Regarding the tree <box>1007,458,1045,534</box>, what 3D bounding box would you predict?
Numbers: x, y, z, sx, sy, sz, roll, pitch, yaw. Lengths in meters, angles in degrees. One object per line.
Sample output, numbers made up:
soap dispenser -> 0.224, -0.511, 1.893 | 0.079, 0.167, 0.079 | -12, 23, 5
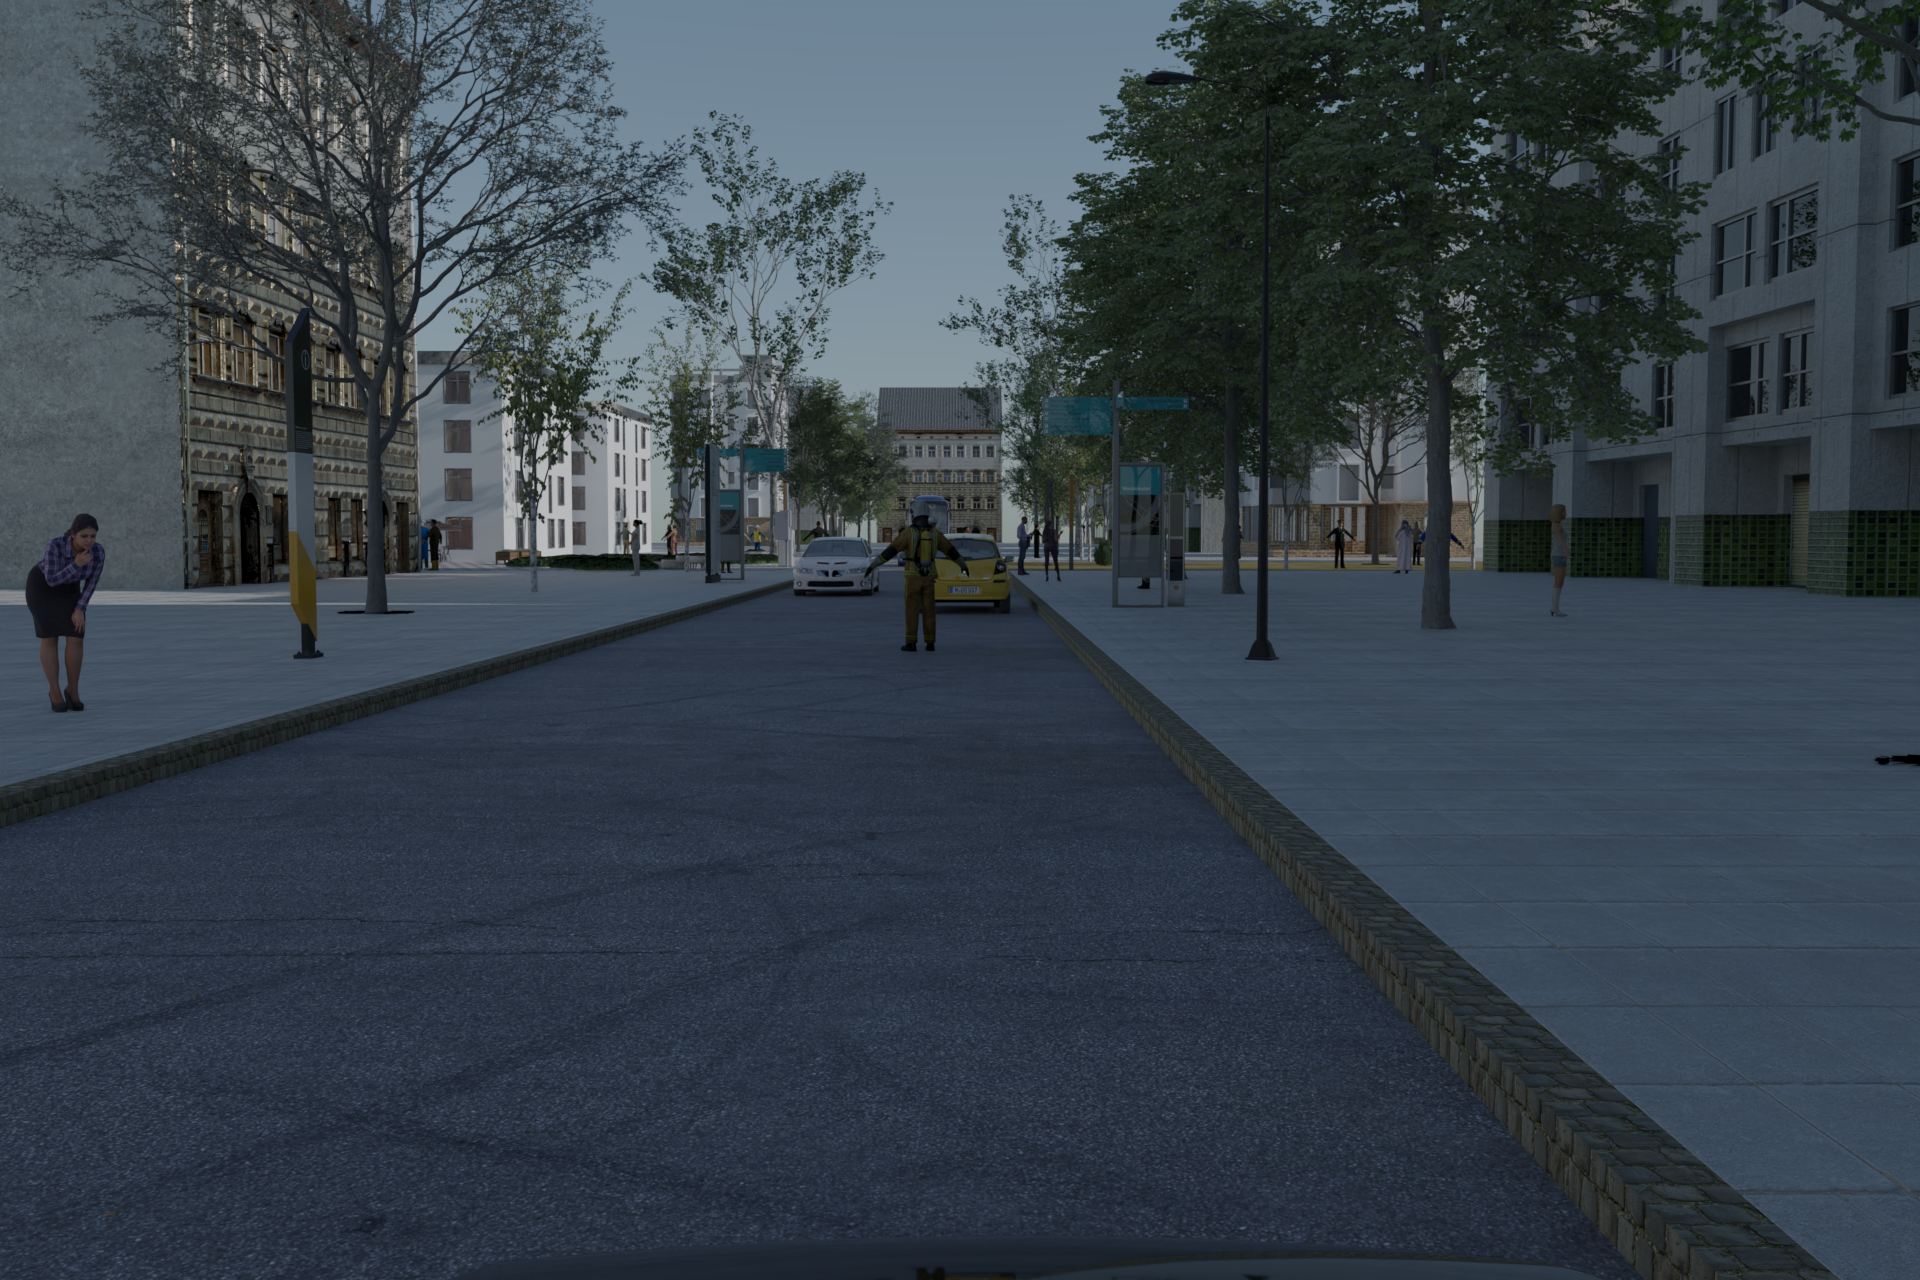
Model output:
tree -> 6.246, -12.885, 161.023 | 4.737, 8.622, 4.395 | 0, 3, 0

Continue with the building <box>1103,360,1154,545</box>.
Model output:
building -> 24.635, -19.342, 182.701 | 16.747, 18.905, 31.486 | 0, 4, 0

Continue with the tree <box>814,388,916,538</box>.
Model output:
tree -> -8.378, -14.358, 145.127 | 12.009, 13.543, 11.850 | 0, 3, 0

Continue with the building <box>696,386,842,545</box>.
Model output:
building -> -24.756, -21.825, 223.301 | 16.747, 18.905, 31.486 | 0, 4, 0

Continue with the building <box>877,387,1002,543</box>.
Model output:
building -> -2.906, -25.937, 257.454 | 18.063, 23.208, 19.493 | 0, 4, 0

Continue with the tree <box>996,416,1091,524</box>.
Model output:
tree -> 6.240, -11.962, 129.997 | 7.601, 10.594, 8.767 | 0, 4, -8

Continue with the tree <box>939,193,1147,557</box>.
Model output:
tree -> 5.378, -14.797, 97.826 | 12.611, 20.169, 13.585 | 0, 3, 0

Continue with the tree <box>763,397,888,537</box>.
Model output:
tree -> -8.748, -10.856, 111.906 | 8.767, 10.594, 7.601 | -2, 4, -27

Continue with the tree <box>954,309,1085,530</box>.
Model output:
tree -> 5.697, -17.911, 148.729 | 12.611, 20.169, 13.585 | 0, 3, 0

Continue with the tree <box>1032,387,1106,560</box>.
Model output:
tree -> 6.240, -8.318, 86.353 | 4.360, 8.622, 3.978 | 0, 3, 0

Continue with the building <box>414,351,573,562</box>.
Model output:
building -> -25.364, -9.255, 93.473 | 9.099, 9.664, 28.070 | 0, 4, 0

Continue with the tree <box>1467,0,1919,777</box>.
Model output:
tree -> 5.784, -5.096, 9.074 | 9.928, 11.665, 9.643 | 0, 3, 0

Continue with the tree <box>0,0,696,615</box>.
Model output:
tree -> -9.383, -7.173, 27.645 | 12.009, 13.543, 11.850 | 0, 3, 0

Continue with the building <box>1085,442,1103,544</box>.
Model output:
building -> 21.841, -22.964, 231.884 | 16.016, 20.090, 11.380 | 0, 4, 0

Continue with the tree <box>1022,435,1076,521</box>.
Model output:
tree -> 6.490, -10.473, 121.588 | 4.737, 8.622, 4.395 | 0, 3, 0

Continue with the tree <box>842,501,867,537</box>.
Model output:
tree -> -16.661, -20.582, 254.636 | 7.486, 12.596, 7.792 | 0, 3, 0

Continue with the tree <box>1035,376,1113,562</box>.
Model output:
tree -> 5.828, -7.921, 79.867 | 4.737, 8.622, 4.395 | 0, 3, 0

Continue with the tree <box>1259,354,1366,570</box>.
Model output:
tree -> 11.480, -6.810, 61.707 | 4.360, 8.622, 3.978 | 0, 3, 0

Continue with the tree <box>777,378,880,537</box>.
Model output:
tree -> -9.656, -12.756, 126.694 | 7.486, 12.596, 7.792 | 0, 3, 0

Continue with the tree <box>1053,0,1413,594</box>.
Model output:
tree -> 5.709, -7.238, 36.462 | 7.486, 12.596, 7.792 | 0, 3, 0

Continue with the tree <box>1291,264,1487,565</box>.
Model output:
tree -> 17.277, -9.877, 71.864 | 12.009, 13.543, 11.850 | 0, 3, 0

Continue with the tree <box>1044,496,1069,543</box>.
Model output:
tree -> 14.266, -18.385, 250.960 | 4.737, 8.622, 4.395 | 0, 3, 0

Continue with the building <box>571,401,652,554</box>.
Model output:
building -> -26.446, -11.094, 123.534 | 9.099, 9.664, 28.070 | 0, 4, 1

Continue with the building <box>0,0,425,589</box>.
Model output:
building -> -27.252, -13.296, 48.324 | 19.493, 23.208, 18.063 | 0, 4, -1

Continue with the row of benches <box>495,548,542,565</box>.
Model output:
row of benches -> -18.797, -3.562, 73.705 | 1.422, 0.672, 4.104 | 0, 4, 6

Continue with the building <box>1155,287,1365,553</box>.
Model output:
building -> 24.902, -16.268, 132.447 | 16.747, 18.905, 31.486 | 0, 4, 1

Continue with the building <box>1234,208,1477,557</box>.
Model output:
building -> 22.135, -15.348, 107.356 | 16.016, 20.090, 11.380 | 0, 4, 0

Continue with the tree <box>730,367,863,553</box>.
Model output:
tree -> -9.160, -9.868, 95.749 | 8.767, 10.594, 7.601 | 2, 4, 28

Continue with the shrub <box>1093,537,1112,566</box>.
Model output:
shrub -> 5.738, -3.531, 68.852 | 1.383, 1.207, 1.383 | 0, 3, 0

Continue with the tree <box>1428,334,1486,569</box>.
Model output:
tree -> 18.646, -6.887, 62.960 | 4.360, 8.622, 3.978 | 0, 3, 0

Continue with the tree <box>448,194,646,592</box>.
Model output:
tree -> -9.266, -5.381, 38.342 | 4.737, 8.622, 4.395 | 0, 3, 0

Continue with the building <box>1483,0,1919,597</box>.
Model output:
building -> 26.391, -10.809, 43.189 | 16.747, 18.905, 31.486 | 0, 4, 0

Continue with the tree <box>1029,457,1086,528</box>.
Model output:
tree -> 14.432, -21.524, 258.570 | 9.857, 13.997, 8.962 | 0, 3, 0

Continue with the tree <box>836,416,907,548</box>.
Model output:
tree -> -8.769, -15.093, 164.892 | 7.486, 12.596, 7.792 | 0, 3, 0

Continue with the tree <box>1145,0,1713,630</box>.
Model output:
tree -> 6.068, -6.429, 23.245 | 7.486, 12.596, 7.792 | 0, 3, 0

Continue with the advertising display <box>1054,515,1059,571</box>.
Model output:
advertising display -> 3.356, -3.375, 60.394 | 0.123, 1.923, 0.974 | 0, 4, 0

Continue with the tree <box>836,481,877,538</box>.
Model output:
tree -> -9.023, -12.682, 157.706 | 4.360, 8.622, 3.978 | 0, 3, 0

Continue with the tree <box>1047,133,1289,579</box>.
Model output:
tree -> 5.982, -7.978, 48.565 | 7.486, 12.596, 7.792 | 0, 3, 0

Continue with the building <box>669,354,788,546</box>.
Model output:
building -> -24.608, -20.006, 183.520 | 16.016, 20.090, 11.380 | 0, 4, 1

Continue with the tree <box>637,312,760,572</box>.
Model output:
tree -> -9.103, -6.623, 58.646 | 4.737, 8.622, 4.395 | 0, 3, 0

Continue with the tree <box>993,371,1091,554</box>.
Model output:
tree -> 5.827, -11.272, 110.052 | 9.928, 11.665, 9.643 | 0, 3, 0

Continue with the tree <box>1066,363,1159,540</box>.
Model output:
tree -> 6.033, -7.586, 74.397 | 4.360, 8.622, 3.978 | 0, 3, 0

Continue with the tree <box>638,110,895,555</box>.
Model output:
tree -> -10.141, -13.733, 80.418 | 12.611, 20.169, 13.585 | 0, 3, 0
